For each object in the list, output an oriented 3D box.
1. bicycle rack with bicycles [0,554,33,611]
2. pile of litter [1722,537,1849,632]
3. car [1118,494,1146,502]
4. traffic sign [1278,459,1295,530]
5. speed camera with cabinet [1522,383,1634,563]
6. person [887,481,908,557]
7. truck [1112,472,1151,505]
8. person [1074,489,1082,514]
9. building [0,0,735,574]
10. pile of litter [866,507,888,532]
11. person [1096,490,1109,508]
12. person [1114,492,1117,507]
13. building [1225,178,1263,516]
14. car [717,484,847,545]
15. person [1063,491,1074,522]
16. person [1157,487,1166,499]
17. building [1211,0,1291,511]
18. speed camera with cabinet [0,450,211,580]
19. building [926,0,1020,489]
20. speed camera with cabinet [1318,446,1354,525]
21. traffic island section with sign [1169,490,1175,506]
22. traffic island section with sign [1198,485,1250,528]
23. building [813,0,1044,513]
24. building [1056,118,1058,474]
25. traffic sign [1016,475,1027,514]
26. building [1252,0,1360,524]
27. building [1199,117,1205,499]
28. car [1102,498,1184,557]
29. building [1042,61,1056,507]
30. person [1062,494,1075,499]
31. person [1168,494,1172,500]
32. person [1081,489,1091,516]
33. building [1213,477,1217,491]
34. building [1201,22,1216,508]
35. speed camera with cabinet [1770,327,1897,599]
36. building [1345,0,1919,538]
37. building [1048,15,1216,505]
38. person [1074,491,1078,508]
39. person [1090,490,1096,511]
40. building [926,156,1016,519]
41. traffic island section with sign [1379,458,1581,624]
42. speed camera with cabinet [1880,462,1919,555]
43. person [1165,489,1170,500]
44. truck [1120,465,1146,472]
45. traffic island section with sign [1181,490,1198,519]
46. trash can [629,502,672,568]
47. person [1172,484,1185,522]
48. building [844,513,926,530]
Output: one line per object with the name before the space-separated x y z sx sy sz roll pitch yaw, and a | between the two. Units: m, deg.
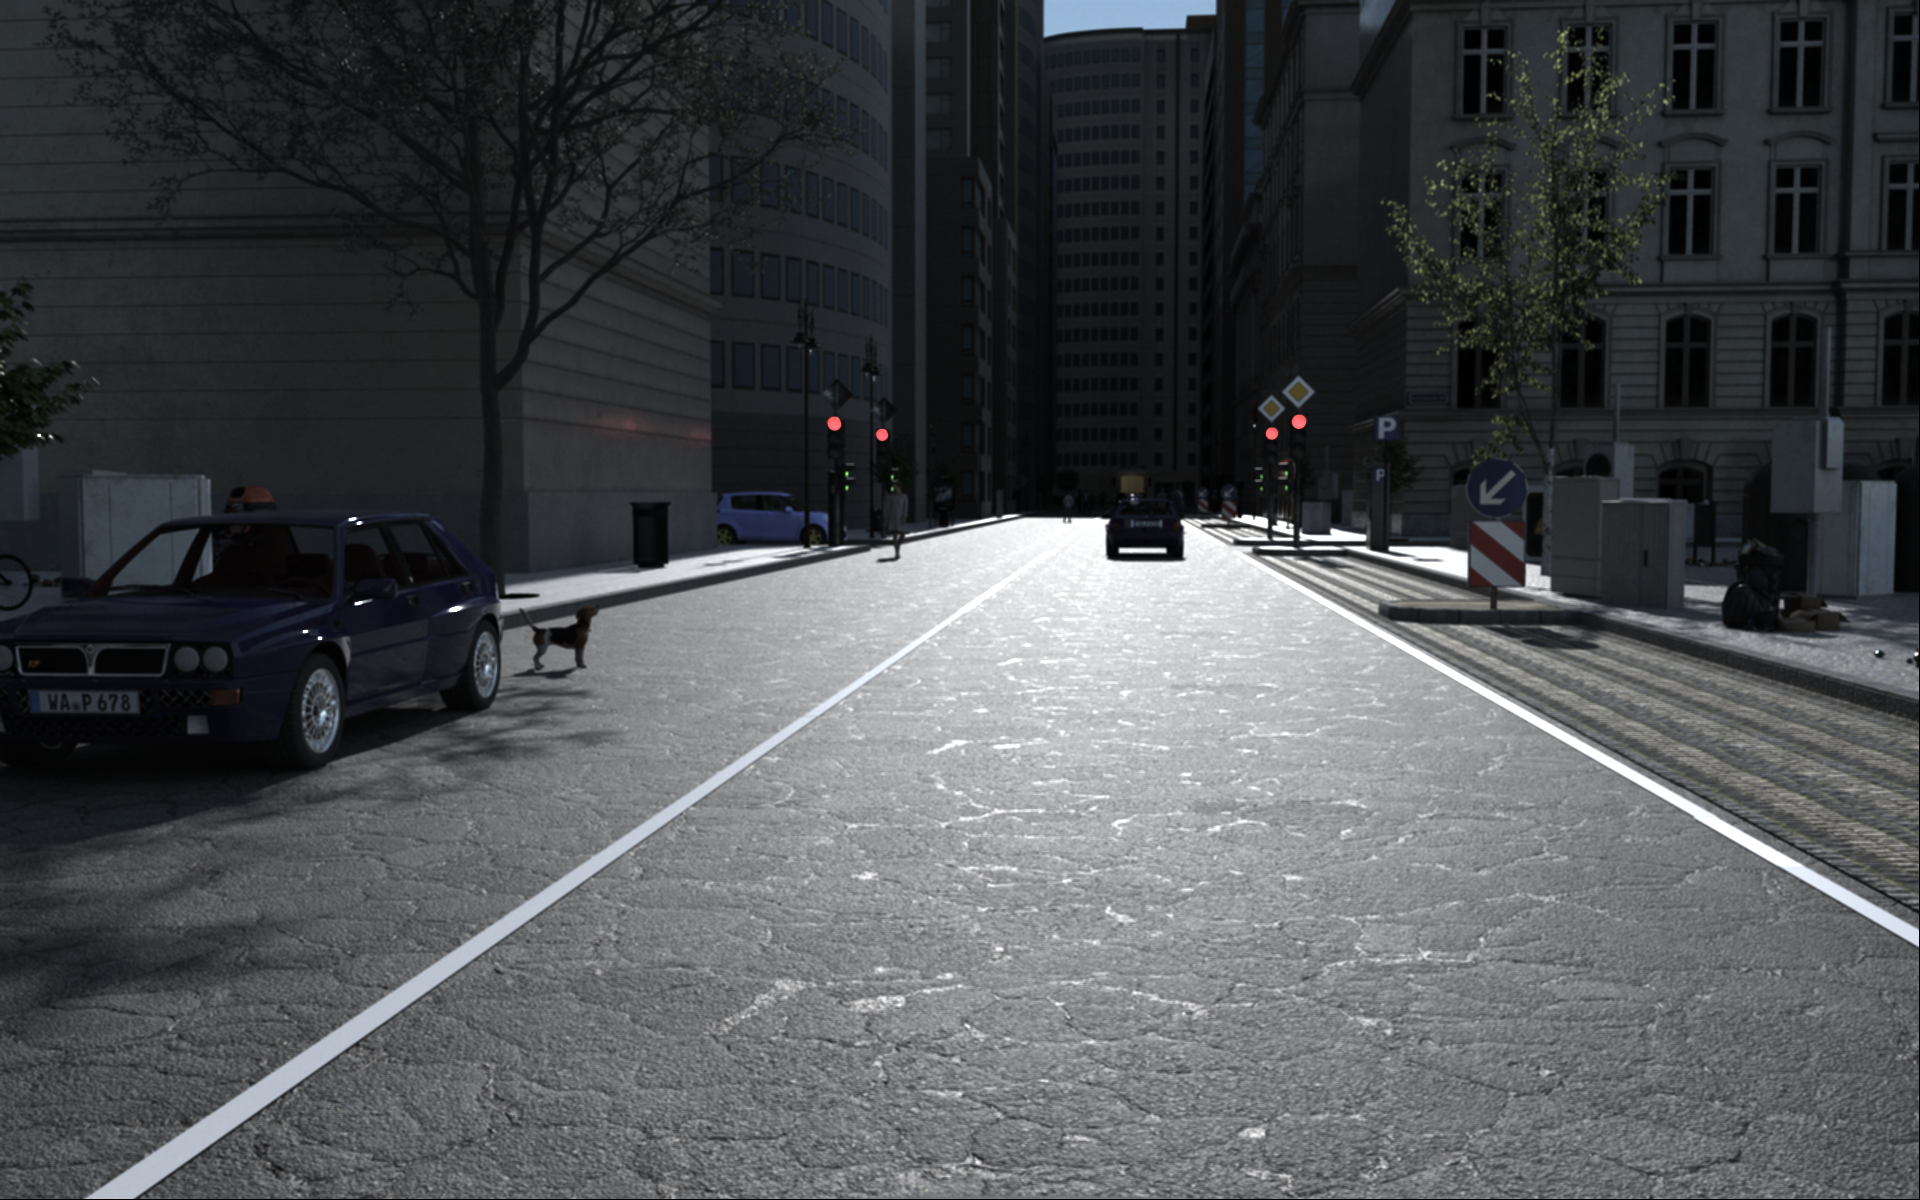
bicycle rack with bicycles | -11.842 -0.298 18.261 2.925 0.926 2.852 1 4 13
pile of litter | 8.033 -0.174 16.809 1.719 0.858 1.176 -3 4 -38
car | 10.826 -5.844 107.348 2.131 1.459 4.920 0 4 7
traffic sign | 11.824 -3.810 62.392 0.768 2.556 0.104 1 4 10
speed camera with cabinet | 11.227 -2.275 31.529 0.660 3.252 2.038 -2 4 -31
person | -1.437 -1.849 39.484 0.466 1.731 0.760 -1 4 -14
truck | 14.885 -9.420 149.938 3.469 3.379 9.791 0 4 5
person | 8.758 -7.288 127.619 0.705 1.831 1.348 2 4 25
building | -17.367 -15.124 34.672 23.554 28.519 14.401 0 4 6
pile of litter | -2.632 -2.791 59.592 1.176 0.858 1.719 -1 4 -9
person | 14.926 -10.552 181.116 1.348 1.812 0.705 1 4 18
person | 17.503 -11.210 192.728 0.436 1.711 0.756 -1 4 -21
building | 24.259 -16.454 110.824 13.314 21.916 24.055 0 4 6
car | -4.860 -2.235 46.133 3.694 1.707 1.945 0 4 5
person | 5.561 -4.792 88.661 0.589 1.601 0.330 1 4 21
person | 11.238 -5.371 96.501 0.511 1.800 0.466 1 4 12
building | 26.854 -29.546 133.184 14.600 45.320 14.200 0 4 6
speed camera with cabinet | -7.553 -1.253 14.815 2.038 3.252 0.660 -1 4 -16
building | -2.946 -27.444 132.299 14.154 41.232 14.086 0 4 6
speed camera with cabinet | 15.783 -4.704 71.239 2.038 3.252 0.660 3 4 36
traffic island section with sign | 18.932 -8.668 150.342 1.989 1.847 2.006 0 4 6
traffic island section with sign | 11.271 -3.972 73.566 1.989 1.847 2.006 0 4 6
building | -3.856 -37.375 153.076 21.231 58.520 28.212 0 4 6
building | 3.354 -33.141 191.969 14.200 45.320 14.600 0 4 6
traffic sign | 4.007 -6.920 113.249 0.768 2.556 0.104 1 4 9
building | 21.605 -17.676 86.267 12.463 27.353 25.104 0 4 6
building | 33.438 -30.978 190.081 14.154 41.232 14.086 0 4 6
car | 4.293 -1.710 40.535 1.945 1.354 3.894 0 4 4
building | 1.737 -32.057 174.250 14.600 45.320 14.200 0 4 6
person | 9.423 -8.621 149.978 1.217 1.766 0.721 0 4 8
person | 20.026 -9.228 162.574 0.799 1.438 0.628 -3 5 -41
person | 8.170 -6.305 111.978 0.661 1.777 0.834 -1 4 -21
building | 32.916 -43.492 149.344 20.563 71.187 20.611 0 4 6
building | 35.232 -33.494 171.323 21.300 48.544 21.600 0 4 6
speed camera with cabinet | 10.733 -1.645 21.236 2.038 3.252 0.660 -3 4 -37
building | 30.547 -14.395 54.441 34.723 24.649 14.460 0 4 6
building | 20.979 -41.353 218.112 28.212 58.520 21.231 0 4 6
person | 12.055 -10.346 178.595 0.756 1.711 0.436 -1 4 -17
person | 11.503 -8.538 148.625 0.750 1.759 0.617 2 4 29
building | -11.371 -15.881 104.691 27.650 21.520 28.899 0 4 6
traffic island section with sign | 5.908 -0.693 19.951 1.989 1.847 2.006 0 4 6
speed camera with cabinet | 21.272 -2.687 38.270 0.660 3.252 2.038 0 4 3
person | 17.622 -8.523 147.849 0.705 1.824 1.348 -1 4 -13
truck | 17.398 -11.326 174.098 2.839 4.237 11.283 0 4 6
traffic island section with sign | 13.940 -5.612 100.389 1.989 1.847 2.006 0 4 6
trash can | -5.424 -1.145 30.369 0.748 1.137 0.748 0 3 0
person | 8.295 -3.496 65.840 0.419 1.800 0.721 3 5 45
building | -13.397 -32.045 65.927 21.231 58.520 28.212 0 4 6
